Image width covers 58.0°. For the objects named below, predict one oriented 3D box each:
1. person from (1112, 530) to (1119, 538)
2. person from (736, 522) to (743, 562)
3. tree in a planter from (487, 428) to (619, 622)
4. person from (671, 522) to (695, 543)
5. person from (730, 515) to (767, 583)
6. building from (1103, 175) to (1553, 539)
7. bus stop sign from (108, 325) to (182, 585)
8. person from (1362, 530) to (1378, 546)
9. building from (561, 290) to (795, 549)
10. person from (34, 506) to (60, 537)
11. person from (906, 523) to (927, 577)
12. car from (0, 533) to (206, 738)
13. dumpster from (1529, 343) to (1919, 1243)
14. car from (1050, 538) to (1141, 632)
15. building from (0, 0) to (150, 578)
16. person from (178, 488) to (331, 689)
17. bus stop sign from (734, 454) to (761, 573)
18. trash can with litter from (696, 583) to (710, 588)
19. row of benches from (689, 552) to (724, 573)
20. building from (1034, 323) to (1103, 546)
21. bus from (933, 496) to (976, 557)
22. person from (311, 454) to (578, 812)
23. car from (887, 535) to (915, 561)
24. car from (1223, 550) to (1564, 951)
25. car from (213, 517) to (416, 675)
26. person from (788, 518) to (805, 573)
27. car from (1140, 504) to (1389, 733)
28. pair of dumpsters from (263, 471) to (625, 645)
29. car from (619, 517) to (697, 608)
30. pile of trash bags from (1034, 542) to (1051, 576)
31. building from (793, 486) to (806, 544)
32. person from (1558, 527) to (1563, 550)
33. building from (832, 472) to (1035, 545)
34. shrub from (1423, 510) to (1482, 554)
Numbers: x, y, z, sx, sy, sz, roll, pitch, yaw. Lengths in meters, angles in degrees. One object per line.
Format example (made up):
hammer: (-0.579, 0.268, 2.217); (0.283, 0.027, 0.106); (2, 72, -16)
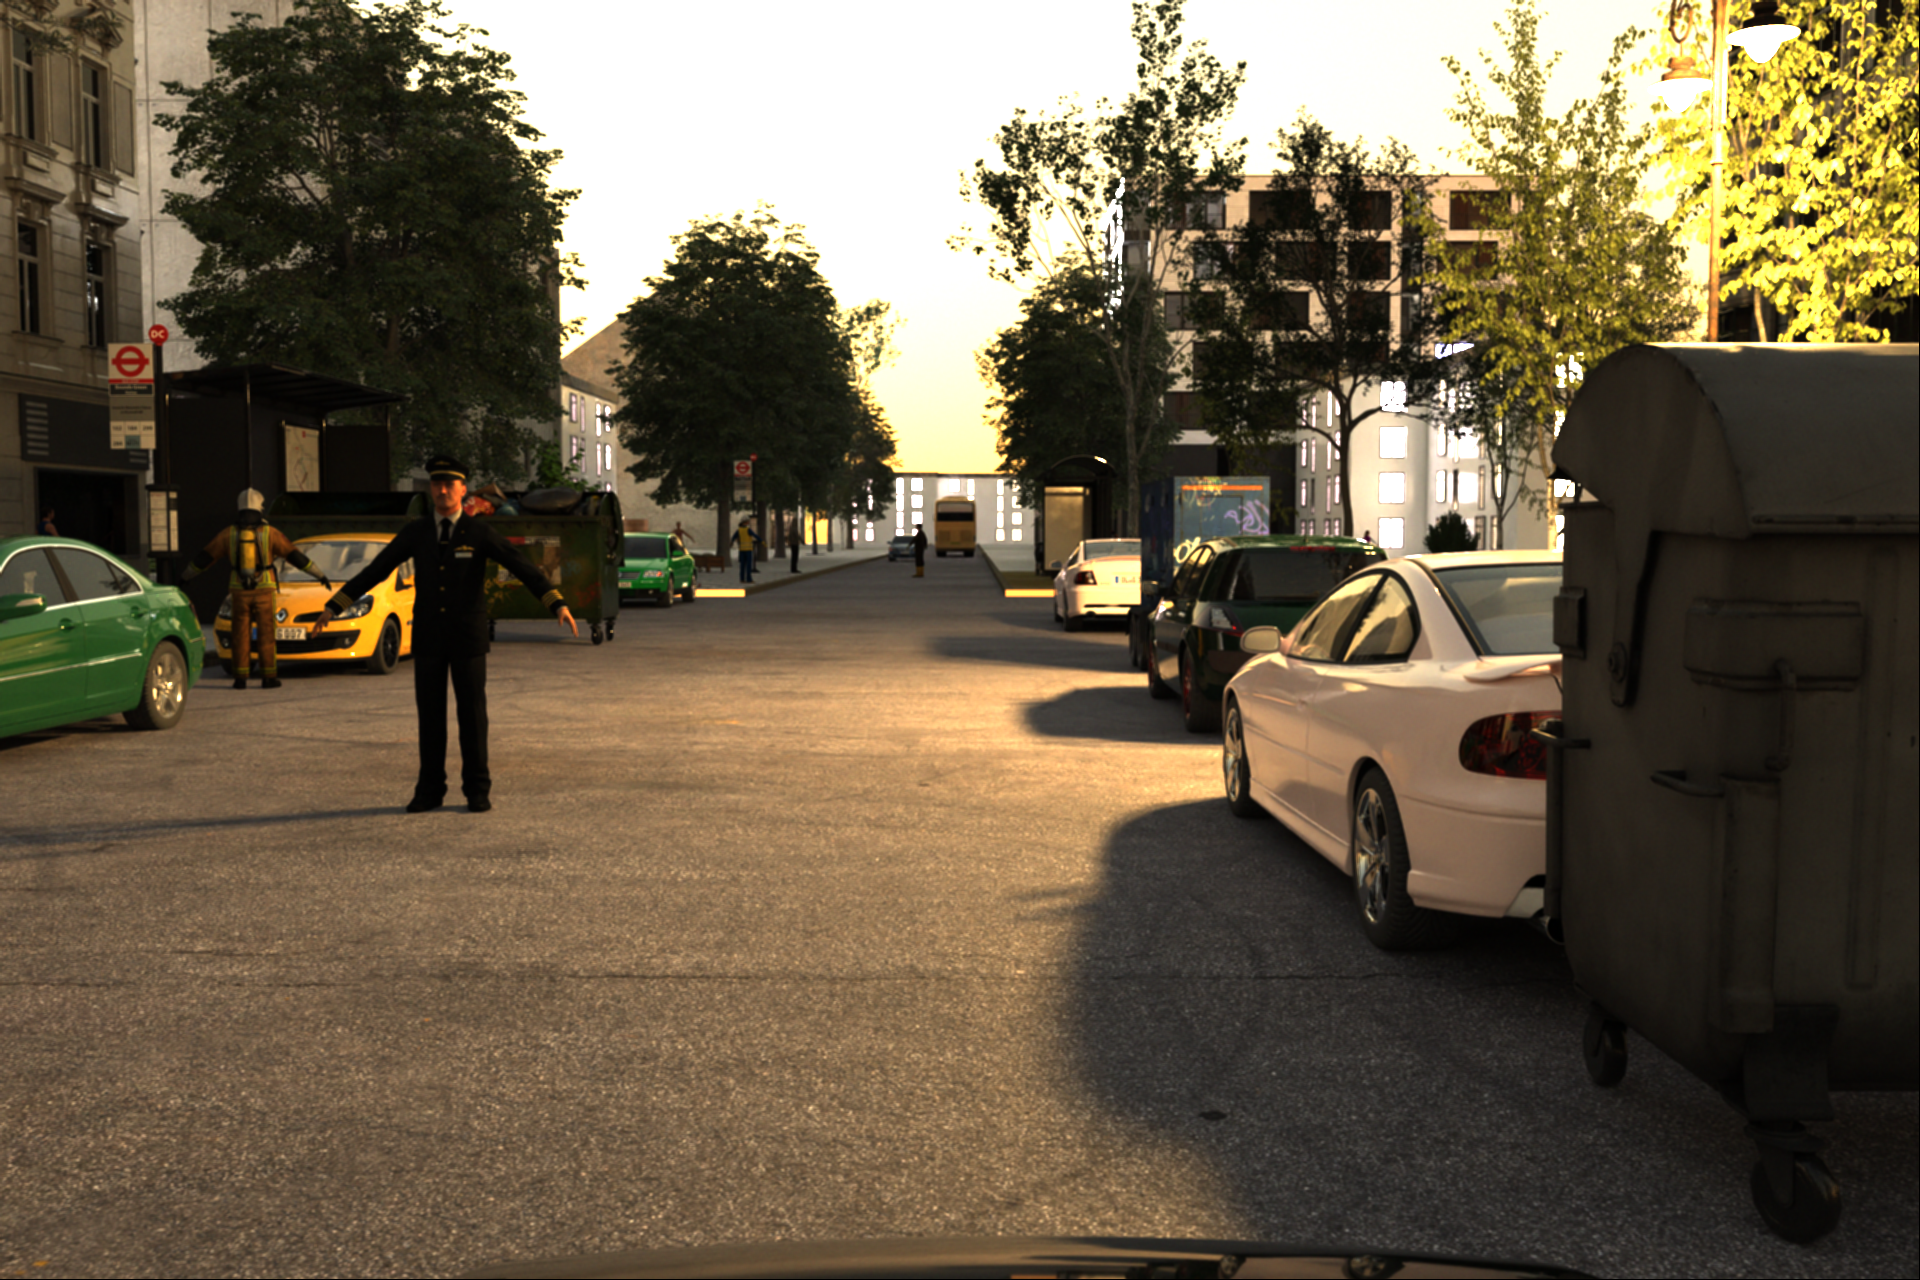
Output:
person: (6.157, -4.068, 72.660); (1.345, 1.843, 0.704); (-1, 4, -21)
person: (-9.879, -4.428, 78.577); (0.705, 1.806, 1.347); (1, 4, 20)
tree in a planter: (-6.862, -1.959, 29.253); (1.991, 3.239, 1.994); (0, 4, 1)
person: (-10.591, -3.576, 65.272); (1.217, 1.733, 0.721); (-1, 4, -14)
person: (-5.541, -2.373, 45.266); (1.216, 1.772, 0.721); (2, 4, 33)
building: (23.232, -16.588, 115.181); (27.936, 21.610, 32.646); (0, 3, 0)
bus stop sign: (-10.419, -2.046, 22.149); (0.855, 3.939, 0.416); (0, 4, 0)
person: (16.795, -3.788, 71.206); (0.599, 1.433, 0.991); (-2, 4, -35)
building: (-25.811, -20.252, 162.051); (19.493, 23.208, 18.063); (0, 4, 1)
person: (-17.431, -1.652, 33.180); (1.345, 1.807, 0.704); (3, 4, 36)
person: (-1.382, -3.003, 57.689); (0.704, 1.812, 1.346); (2, 4, 27)
car: (-6.726, 0.026, 11.372); (2.131, 1.459, 4.920); (0, 4, 0)
dumpster: (2.388, 0.260, 3.969); (1.865, 1.857, 1.264); (0, 4, 0)
car: (2.457, -0.885, 26.825); (2.083, 1.381, 4.827); (0, 4, 0)
building: (-29.272, -15.226, 25.354); (17.030, 29.872, 44.131); (0, 4, 1)
person: (-6.565, -0.481, 16.093); (1.354, 1.858, 0.705); (-1, 4, -12)
bus stop sign: (-7.048, -4.202, 57.413); (0.855, 3.939, 0.416); (0, 4, 1)
trash can with litter: (-6.737, -1.886, 41.901); (1.678, 1.210, 2.233); (0, 4, 2)
row of benches: (-9.453, -2.681, 59.296); (1.422, 0.672, 4.104); (-3, 5, -40)
building: (21.762, -20.814, 184.285); (27.936, 21.610, 32.646); (0, 3, 0)
bus: (-0.323, -7.349, 111.703); (2.896, 3.916, 12.252); (0, 4, 0)
person: (-2.656, -0.037, 8.999); (1.347, 1.837, 0.705); (0, 4, -4)
car: (-2.850, -4.901, 92.130); (2.014, 1.417, 4.499); (0, 4, 1)
car: (2.323, 0.306, 7.352); (2.083, 1.381, 4.827); (0, 4, -1)
car: (-6.632, -0.528, 18.861); (2.015, 1.641, 3.980); (0, 4, 1)
person: (-5.416, -3.117, 57.087); (0.705, 1.813, 1.348); (-2, 4, -24)
car: (2.497, -0.250, 13.881); (2.009, 1.686, 4.222); (0, 4, 1)
pair of dumpsters: (-6.720, -1.086, 22.712); (4.436, 2.255, 1.574); (0, 4, 0)
car: (-6.482, -1.608, 35.084); (1.959, 1.807, 4.718); (0, 4, 0)
pile of trash bags: (3.269, -2.711, 54.085); (1.912, 1.369, 3.447); (0, 4, 0)
building: (-28.663, -21.000, 209.800); (16.747, 18.905, 31.486); (0, 4, 0)
person: (16.743, -2.546, 47.483); (1.347, 1.847, 0.705); (-1, 4, -16)
building: (-3.517, -17.722, 234.366); (28.070, 9.664, 9.099); (0, 4, -7)
shrub: (14.687, -2.892, 51.698); (1.690, 2.028, 1.600); (0, 3, 0)
